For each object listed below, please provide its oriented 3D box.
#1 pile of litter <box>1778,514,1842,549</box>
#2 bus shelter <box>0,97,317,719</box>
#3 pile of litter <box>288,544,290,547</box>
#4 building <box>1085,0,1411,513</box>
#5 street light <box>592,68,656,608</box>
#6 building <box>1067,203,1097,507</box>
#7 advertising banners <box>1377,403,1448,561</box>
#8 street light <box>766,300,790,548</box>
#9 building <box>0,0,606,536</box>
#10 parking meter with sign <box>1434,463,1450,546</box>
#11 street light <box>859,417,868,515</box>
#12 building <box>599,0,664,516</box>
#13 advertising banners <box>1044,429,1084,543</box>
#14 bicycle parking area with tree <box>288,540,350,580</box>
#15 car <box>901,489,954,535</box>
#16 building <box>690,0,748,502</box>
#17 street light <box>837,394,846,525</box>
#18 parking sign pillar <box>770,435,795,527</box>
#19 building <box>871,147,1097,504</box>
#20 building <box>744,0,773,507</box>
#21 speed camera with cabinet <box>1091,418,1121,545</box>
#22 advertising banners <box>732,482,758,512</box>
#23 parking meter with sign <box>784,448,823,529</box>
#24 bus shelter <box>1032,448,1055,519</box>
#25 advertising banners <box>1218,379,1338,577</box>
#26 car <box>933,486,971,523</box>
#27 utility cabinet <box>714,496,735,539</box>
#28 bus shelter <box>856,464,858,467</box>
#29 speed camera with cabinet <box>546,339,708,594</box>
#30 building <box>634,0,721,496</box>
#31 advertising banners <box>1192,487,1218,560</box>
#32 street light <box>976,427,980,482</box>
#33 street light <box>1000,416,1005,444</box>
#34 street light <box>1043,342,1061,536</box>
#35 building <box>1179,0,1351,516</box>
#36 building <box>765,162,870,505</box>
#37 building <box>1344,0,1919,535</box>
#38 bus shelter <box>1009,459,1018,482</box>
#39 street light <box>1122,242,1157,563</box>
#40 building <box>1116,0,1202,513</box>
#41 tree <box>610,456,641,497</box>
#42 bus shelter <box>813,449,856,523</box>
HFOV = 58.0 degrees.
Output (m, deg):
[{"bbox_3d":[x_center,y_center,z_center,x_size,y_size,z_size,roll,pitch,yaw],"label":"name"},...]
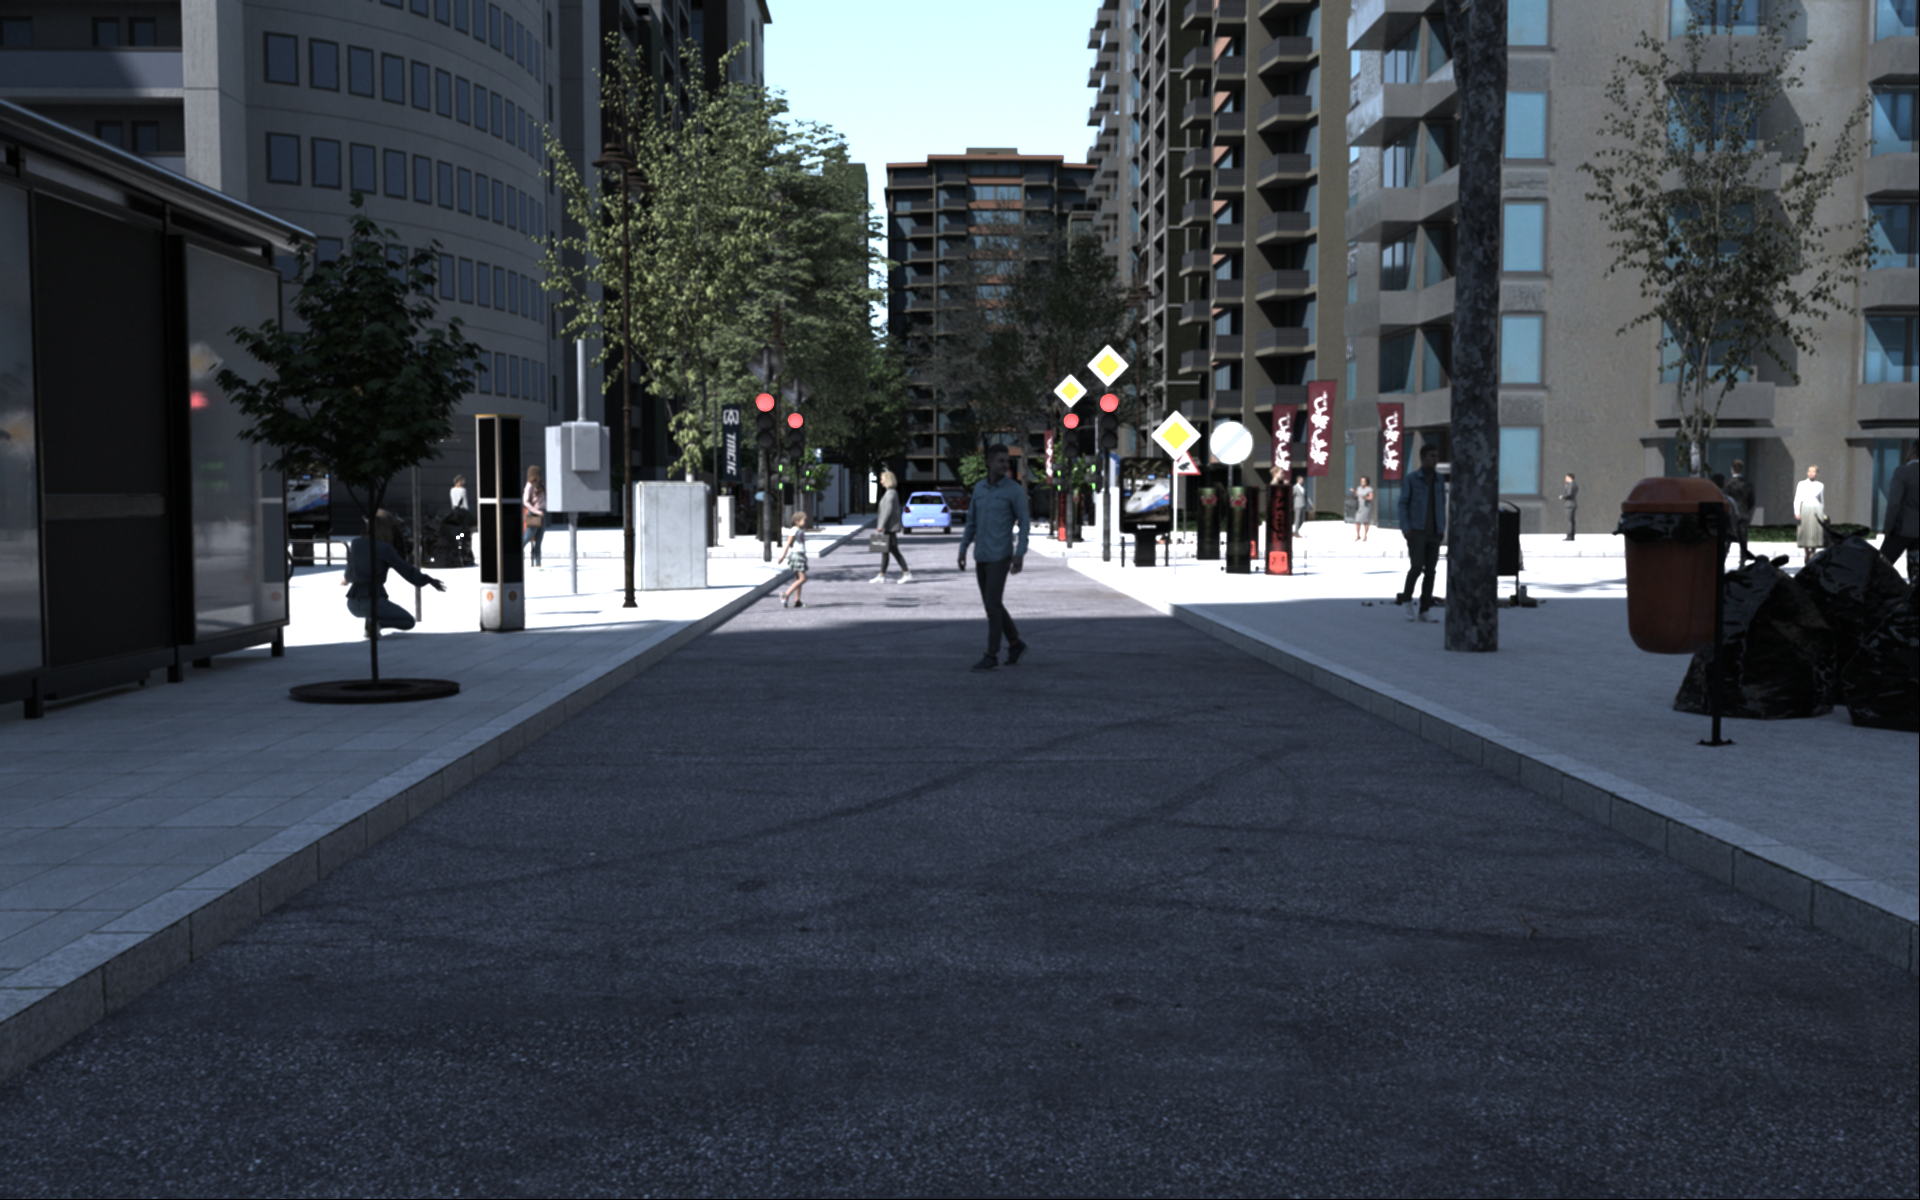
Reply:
[{"bbox_3d":[20.378,-1.656,41.037,1.176,0.858,1.719,-3,5,-40],"label":"pile of litter"},{"bbox_3d":[-6.047,-1.935,9.277,2.179,5.291,8.768,0,4,-1],"label":"bus shelter"},{"bbox_3d":[-17.020,-1.734,42.324,1.176,0.858,1.719,-1,4,-21],"label":"pile of litter"},{"bbox_3d":[22.840,-32.534,151.539,23.786,49.044,30.456,0,4,-1],"label":"building"},{"bbox_3d":[-3.733,-2.852,19.417,0.468,5.910,1.993,0,4,-1],"label":"street light"},{"bbox_3d":[17.610,-24.619,174.225,14.160,30.474,14.107,0,4,-1],"label":"building"},{"bbox_3d":[9.011,-2.269,33.287,2.074,3.025,0.090,0,4,-3],"label":"advertising banners"},{"bbox_3d":[-4.328,-4.196,41.394,0.468,5.910,1.993,0,4,-1],"label":"street light"},{"bbox_3d":[-26.309,-31.867,63.032,21.231,58.520,28.212,0,4,-1],"label":"building"},{"bbox_3d":[12.035,-2.834,42.594,1.738,3.016,0.543,2,4,31],"label":"parking meter with sign"},{"bbox_3d":[-5.780,-8.017,103.860,0.468,5.910,1.993,0,4,-1],"label":"street light"},{"bbox_3d":[-24.561,-19.908,97.202,14.160,30.474,14.107,0,4,-1],"label":"building"},{"bbox_3d":[2.764,-3.066,46.319,0.090,3.025,2.074,-2,4,-26],"label":"advertising banners"},{"bbox_3d":[-12.919,-2.179,22.623,9.016,4.147,8.231,2,4,30],"label":"bicycle parking area with tree"},{"bbox_3d":[-1.177,-3.235,62.486,1.945,1.707,3.694,0,4,0],"label":"car"},{"bbox_3d":[-25.173,-30.117,142.528,14.600,45.320,14.200,0,4,-1],"label":"building"},{"bbox_3d":[-5.047,-6.122,72.890,0.468,5.910,1.993,0,4,-1],"label":"street light"},{"bbox_3d":[-6.952,-4.886,68.359,1.447,3.967,1.447,-2,4,-24],"label":"parking sign pillar"},{"bbox_3d":[3.244,-34.670,221.475,28.867,44.769,22.147,0,4,-1],"label":"building"},{"bbox_3d":[-32.696,-35.238,165.376,27.495,52.752,28.713,0,4,-1],"label":"building"},{"bbox_3d":[3.750,-3.053,44.255,0.660,3.252,2.038,0,4,0],"label":"speed camera with cabinet"},{"bbox_3d":[-7.780,-4.074,62.795,0.090,3.025,2.074,3,4,36],"label":"advertising banners"},{"bbox_3d":[-5.876,-4.201,64.947,0.543,3.016,1.738,2,4,34],"label":"parking meter with sign"},{"bbox_3d":[4.798,-6.083,90.740,1.731,3.624,6.357,0,4,-1],"label":"bus shelter"},{"bbox_3d":[4.995,-1.897,27.206,2.074,3.025,0.090,3,5,43],"label":"advertising banners"},{"bbox_3d":[-0.556,-4.735,86.096,2.281,1.827,5.304,0,4,-2],"label":"car"},{"bbox_3d":[-6.964,-2.351,49.607,1.020,1.237,0.306,2,4,24],"label":"utility cabinet"},{"bbox_3d":[-6.500,-5.999,92.014,2.014,3.302,5.546,0,4,-1],"label":"bus shelter"},{"bbox_3d":[-4.375,-1.740,22.790,2.038,3.252,0.660,-2,4,-34],"label":"speed camera with cabinet"},{"bbox_3d":[-27.928,-41.942,124.009,20.563,71.187,20.611,0,4,-1],"label":"building"},{"bbox_3d":[5.529,-2.283,33.520,2.074,3.025,0.090,0,4,-6],"label":"advertising banners"},{"bbox_3d":[1.162,-8.660,114.379,0.468,5.910,1.993,0,4,-1],"label":"street light"},{"bbox_3d":[1.965,-6.781,83.664,0.468,5.910,1.993,0,4,-1],"label":"street light"},{"bbox_3d":[2.790,-4.883,52.627,0.468,5.910,1.993,0,4,-1],"label":"street light"},{"bbox_3d":[24.780,-27.326,101.397,22.147,44.769,28.867,0,4,-1],"label":"building"},{"bbox_3d":[-18.360,-32.571,216.131,14.086,41.232,14.154,0,4,-1],"label":"building"},{"bbox_3d":[29.402,-27.119,63.002,30.456,49.044,23.786,0,4,-1],"label":"building"},{"bbox_3d":[2.770,-7.359,111.596,1.731,3.624,6.357,0,4,-1],"label":"bus shelter"},{"bbox_3d":[3.296,-3.622,32.004,0.468,5.910,1.993,0,4,-1],"label":"street light"},{"bbox_3d":[22.305,-42.025,125.357,20.563,71.187,20.611,0,4,-1],"label":"building"},{"bbox_3d":[-17.561,-5.801,89.447,1.663,3.219,1.824,0,3,0],"label":"tree"},{"bbox_3d":[-6.025,-5.259,79.906,2.014,3.302,5.546,0,4,-1],"label":"bus shelter"}]
